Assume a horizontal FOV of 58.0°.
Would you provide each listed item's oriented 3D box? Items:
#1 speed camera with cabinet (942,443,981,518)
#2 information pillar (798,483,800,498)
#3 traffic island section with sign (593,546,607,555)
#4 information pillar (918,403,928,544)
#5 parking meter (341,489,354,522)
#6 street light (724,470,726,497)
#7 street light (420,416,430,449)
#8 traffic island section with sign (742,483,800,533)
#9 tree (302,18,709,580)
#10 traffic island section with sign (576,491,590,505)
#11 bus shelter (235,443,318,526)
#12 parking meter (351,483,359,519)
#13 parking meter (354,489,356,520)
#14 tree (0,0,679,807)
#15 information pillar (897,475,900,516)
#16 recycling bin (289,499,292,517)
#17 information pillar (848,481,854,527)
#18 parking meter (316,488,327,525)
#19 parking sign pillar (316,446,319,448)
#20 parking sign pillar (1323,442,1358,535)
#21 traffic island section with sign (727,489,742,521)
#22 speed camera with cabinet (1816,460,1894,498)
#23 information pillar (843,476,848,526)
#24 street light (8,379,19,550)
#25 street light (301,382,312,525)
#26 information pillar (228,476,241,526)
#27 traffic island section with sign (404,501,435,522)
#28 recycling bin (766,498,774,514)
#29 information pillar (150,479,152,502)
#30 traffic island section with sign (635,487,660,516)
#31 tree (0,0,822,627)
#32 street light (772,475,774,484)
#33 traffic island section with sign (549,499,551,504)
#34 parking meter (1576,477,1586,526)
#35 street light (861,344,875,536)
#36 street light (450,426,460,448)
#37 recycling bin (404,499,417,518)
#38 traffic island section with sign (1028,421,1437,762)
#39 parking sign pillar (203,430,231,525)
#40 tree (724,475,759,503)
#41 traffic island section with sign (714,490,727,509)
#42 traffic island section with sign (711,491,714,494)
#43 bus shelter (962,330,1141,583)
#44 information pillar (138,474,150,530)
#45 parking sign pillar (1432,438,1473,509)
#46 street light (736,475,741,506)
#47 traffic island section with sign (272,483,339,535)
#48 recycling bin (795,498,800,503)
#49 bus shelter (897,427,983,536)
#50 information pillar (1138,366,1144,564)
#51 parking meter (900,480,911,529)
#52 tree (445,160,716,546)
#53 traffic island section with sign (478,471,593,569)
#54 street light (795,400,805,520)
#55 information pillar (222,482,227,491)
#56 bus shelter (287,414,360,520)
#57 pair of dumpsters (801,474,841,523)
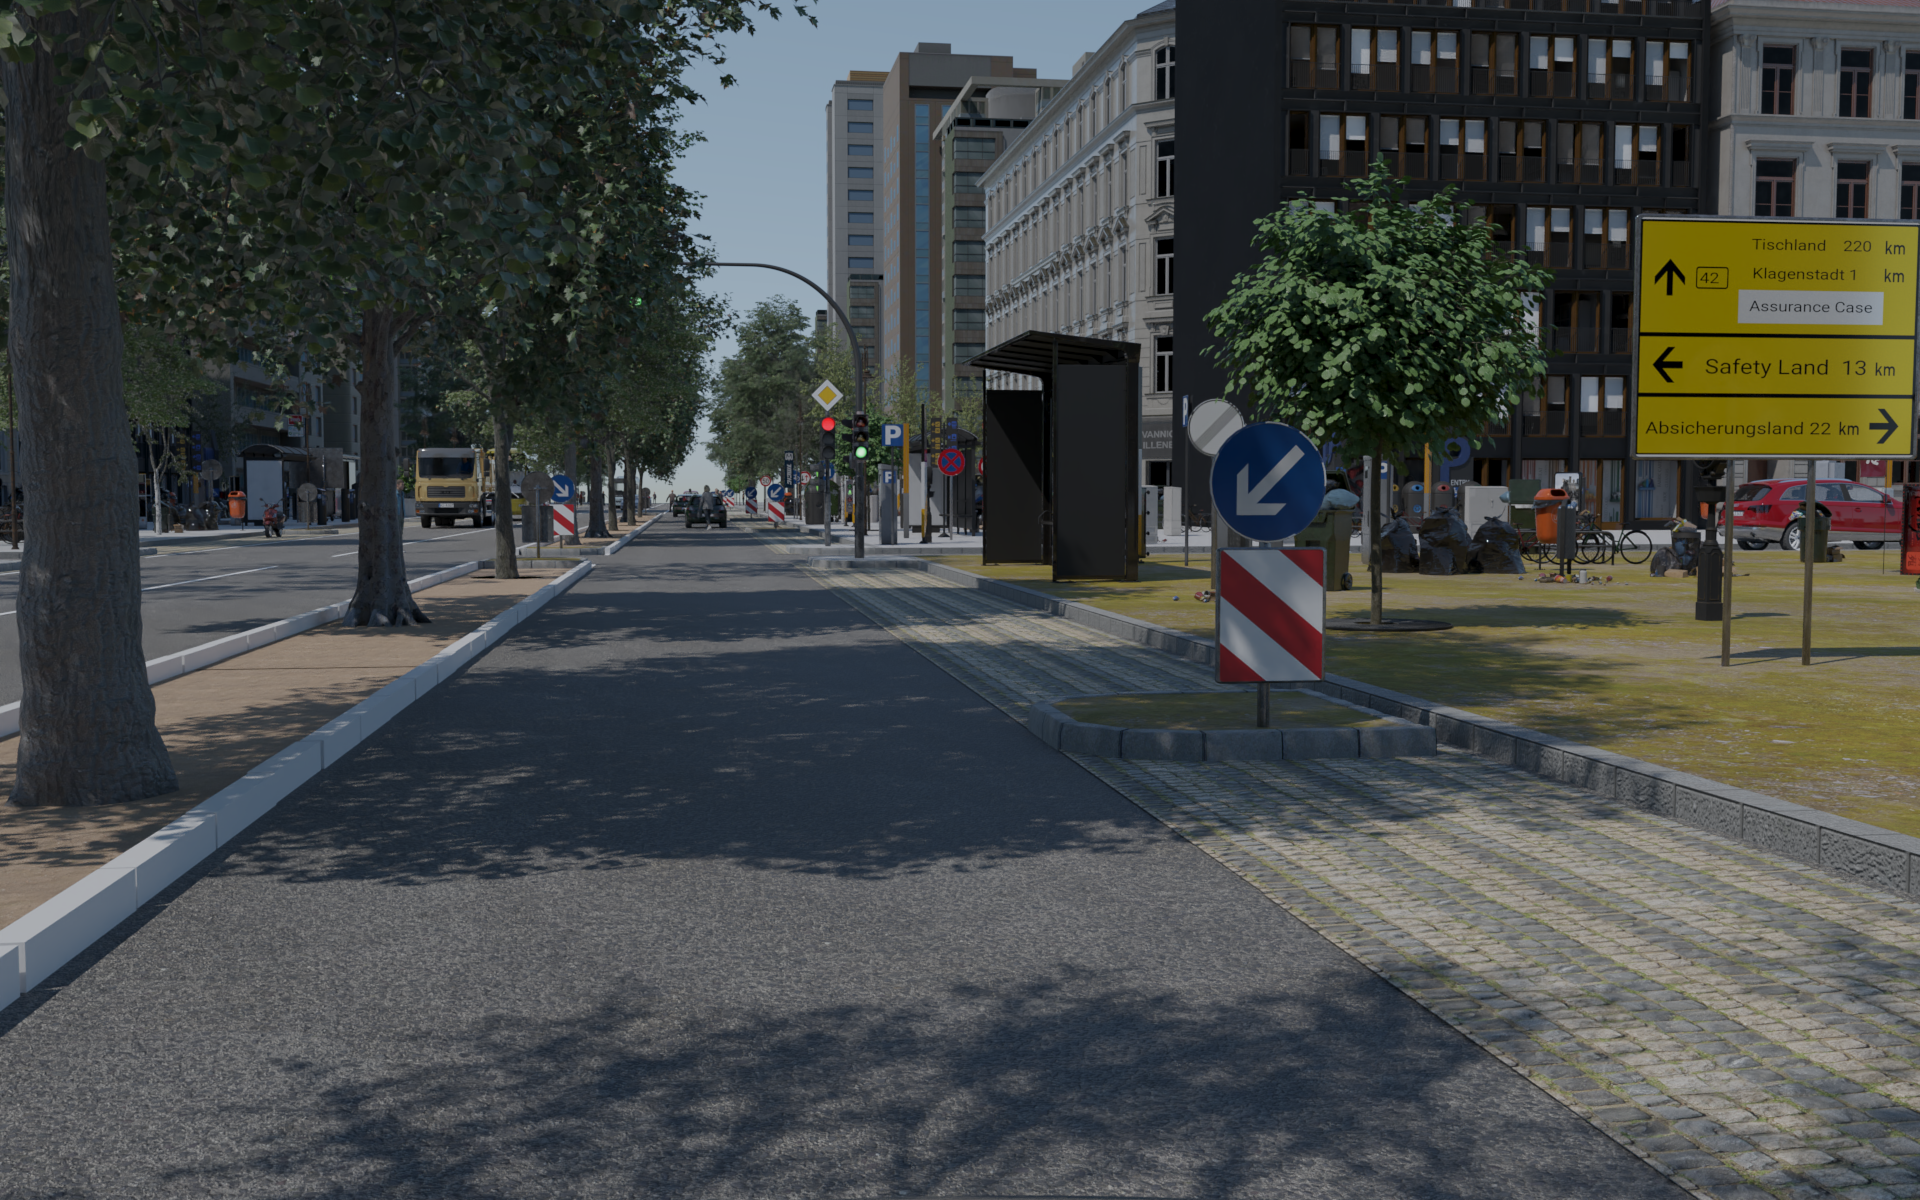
[{"bbox_3d":[-0.164,-4.507,68.029,2.038,3.252,0.660,-2,4,-27],"label":"speed camera with cabinet"},{"bbox_3d":[-10.786,-6.876,116.912,0.304,2.012,0.304,-1,4,-16],"label":"information pillar"},{"bbox_3d":[-9.453,-2.025,41.245,2.006,1.907,1.989,-1,4,-9],"label":"traffic island section with sign"},{"bbox_3d":[-0.932,-3.277,44.941,0.183,3.616,0.504,0,4,6],"label":"information pillar"},{"bbox_3d":[-28.123,-4.333,79.257,0.372,1.533,0.369,0,3,0],"label":"parking meter"},{"bbox_3d":[-37.179,-18.448,274.414,0.468,5.910,1.993,-1,4,-9],"label":"street light"},{"bbox_3d":[-31.703,-7.948,102.741,0.468,5.910,1.993,-1,4,-9],"label":"street light"},{"bbox_3d":[-7.046,-3.446,64.969,1.989,1.847,2.006,-1,4,-9],"label":"traffic island section with sign"},{"bbox_3d":[-7.759,-6.159,28.909,9.928,11.665,9.643,0,3,0],"label":"tree"},{"bbox_3d":[-47.794,-12.921,219.888,1.989,1.847,2.006,-1,4,-9],"label":"traffic island section with sign"},{"bbox_3d":[-28.272,-4.766,71.853,2.014,3.302,5.546,-1,4,-9],"label":"bus shelter"},{"bbox_3d":[-31.481,-5.168,90.211,0.399,1.863,0.255,3,5,39],"label":"parking meter"},{"bbox_3d":[-30.241,-4.748,86.048,0.372,1.533,0.369,0,3,0],"label":"parking meter"},{"bbox_3d":[-4.060,-6.028,7.668,9.857,13.997,8.962,0,3,0],"label":"tree"},{"bbox_3d":[-3.572,-6.602,99.296,0.183,3.616,0.504,-1,4,-20],"label":"information pillar"},{"bbox_3d":[-37.788,-5.189,97.390,0.722,1.027,0.722,2,4,24],"label":"recycling bin"},{"bbox_3d":[-4.081,-4.639,67.204,0.183,3.616,0.504,1,4,11],"label":"information pillar"},{"bbox_3d":[-26.252,-3.842,71.222,0.372,1.533,0.369,0,3,0],"label":"parking meter"},{"bbox_3d":[-35.905,-6.630,96.867,1.447,3.967,1.447,-2,4,-35],"label":"parking sign pillar"},{"bbox_3d":[11.780,-4.031,54.378,1.447,3.967,1.447,0,4,-3],"label":"parking sign pillar"},{"bbox_3d":[-11.193,-5.085,91.769,1.989,1.847,2.006,-1,4,-9],"label":"traffic island section with sign"},{"bbox_3d":[24.612,-3.269,47.779,0.660,3.252,2.038,-2,4,-34],"label":"speed camera with cabinet"},{"bbox_3d":[-4.501,-4.720,68.530,0.183,3.616,0.504,-1,4,-10],"label":"information pillar"},{"bbox_3d":[-21.870,-4.106,39.918,0.468,5.910,1.993,-1,4,-9],"label":"street light"},{"bbox_3d":[-26.850,-6.026,71.320,0.468,5.910,1.993,-1,4,-9],"label":"street light"},{"bbox_3d":[-29.482,-4.035,70.469,0.304,2.012,0.304,2,4,30],"label":"information pillar"},{"bbox_3d":[-27.357,-4.865,88.176,1.989,1.847,2.006,-1,4,-9],"label":"traffic island section with sign"},{"bbox_3d":[-12.308,-6.215,114.168,0.722,1.027,0.722,-3,5,-44],"label":"recycling bin"},{"bbox_3d":[-39.256,-4.842,83.661,0.304,2.012,0.304,-3,5,-43],"label":"information pillar"},{"bbox_3d":[-20.983,-6.566,115.497,2.006,1.907,1.989,-1,4,-9],"label":"traffic island section with sign"},{"bbox_3d":[-6.318,-6.058,18.507,9.611,12.733,9.660,0,3,0],"label":"tree"},{"bbox_3d":[-12.563,-8.776,116.281,0.468,5.910,1.993,-1,4,-9],"label":"street light"},{"bbox_3d":[-39.354,-9.595,165.502,1.989,1.847,2.006,-1,4,-9],"label":"traffic island section with sign"},{"bbox_3d":[21.171,-3.277,59.291,0.399,1.863,0.255,0,4,5],"label":"parking meter"},{"bbox_3d":[-2.922,-4.928,53.360,0.468,5.910,1.993,-1,4,-9],"label":"street light"},{"bbox_3d":[-33.748,-8.743,115.743,0.468,5.910,1.993,-1,4,-9],"label":"street light"},{"bbox_3d":[-30.329,-5.051,95.130,0.722,1.027,0.722,-3,4,-38],"label":"recycling bin"},{"bbox_3d":[1.462,-0.096,10.196,1.989,1.847,2.006,-1,4,-9],"label":"traffic island section with sign"},{"bbox_3d":[-31.200,-5.124,72.244,1.447,3.967,1.447,-2,4,-30],"label":"parking sign pillar"},{"bbox_3d":[-24.799,-13.336,201.762,4.285,4.588,4.351,0,3,0],"label":"tree"},{"bbox_3d":[-18.747,-8.059,140.385,1.989,1.847,2.006,-1,4,-9],"label":"traffic island section with sign"},{"bbox_3d":[-23.022,-9.749,168.017,1.989,1.847,2.006,-1,4,-9],"label":"traffic island section with sign"},{"bbox_3d":[1.367,-2.247,28.014,1.731,3.624,6.357,-1,4,-9],"label":"bus shelter"},{"bbox_3d":[-29.656,-3.560,62.694,0.304,2.012,0.304,3,5,44],"label":"information pillar"},{"bbox_3d":[16.653,-4.285,58.524,1.447,3.967,1.447,-1,4,-13],"label":"parking sign pillar"},{"bbox_3d":[-27.116,-14.517,210.138,0.468,5.910,1.993,-1,4,-9],"label":"street light"},{"bbox_3d":[-23.222,-3.236,61.539,1.989,1.847,2.006,-1,4,-9],"label":"traffic island section with sign"},{"bbox_3d":[-10.672,-6.220,114.259,0.722,1.027,0.722,-2,4,-29],"label":"recycling bin"},{"bbox_3d":[-0.668,-3.717,54.704,2.014,3.302,5.546,-1,4,-9],"label":"bus shelter"},{"bbox_3d":[3.177,-2.489,32.044,0.183,3.616,0.504,-3,5,-40],"label":"information pillar"},{"bbox_3d":[-2.021,-3.579,64.231,0.399,1.863,0.255,3,5,39],"label":"parking meter"},{"bbox_3d":[-10.608,-7.751,47.307,7.486,12.596,7.792,0,3,0],"label":"tree"},{"bbox_3d":[-8.327,-1.577,33.924,2.006,1.907,1.989,-1,4,-9],"label":"traffic island section with sign"},{"bbox_3d":[-7.811,-6.854,84.843,0.468,5.910,1.993,-1,4,-9],"label":"street light"},{"bbox_3d":[-46.237,-6.396,109.061,0.304,2.012,0.304,2,4,25],"label":"information pillar"},{"bbox_3d":[-33.067,-6.863,89.835,2.179,5.291,8.768,-1,4,-9],"label":"bus shelter"},{"bbox_3d":[-6.345,-4.704,79.397,1.574,2.255,4.437,-1,4,-9],"label":"pair of dumpsters"}]
